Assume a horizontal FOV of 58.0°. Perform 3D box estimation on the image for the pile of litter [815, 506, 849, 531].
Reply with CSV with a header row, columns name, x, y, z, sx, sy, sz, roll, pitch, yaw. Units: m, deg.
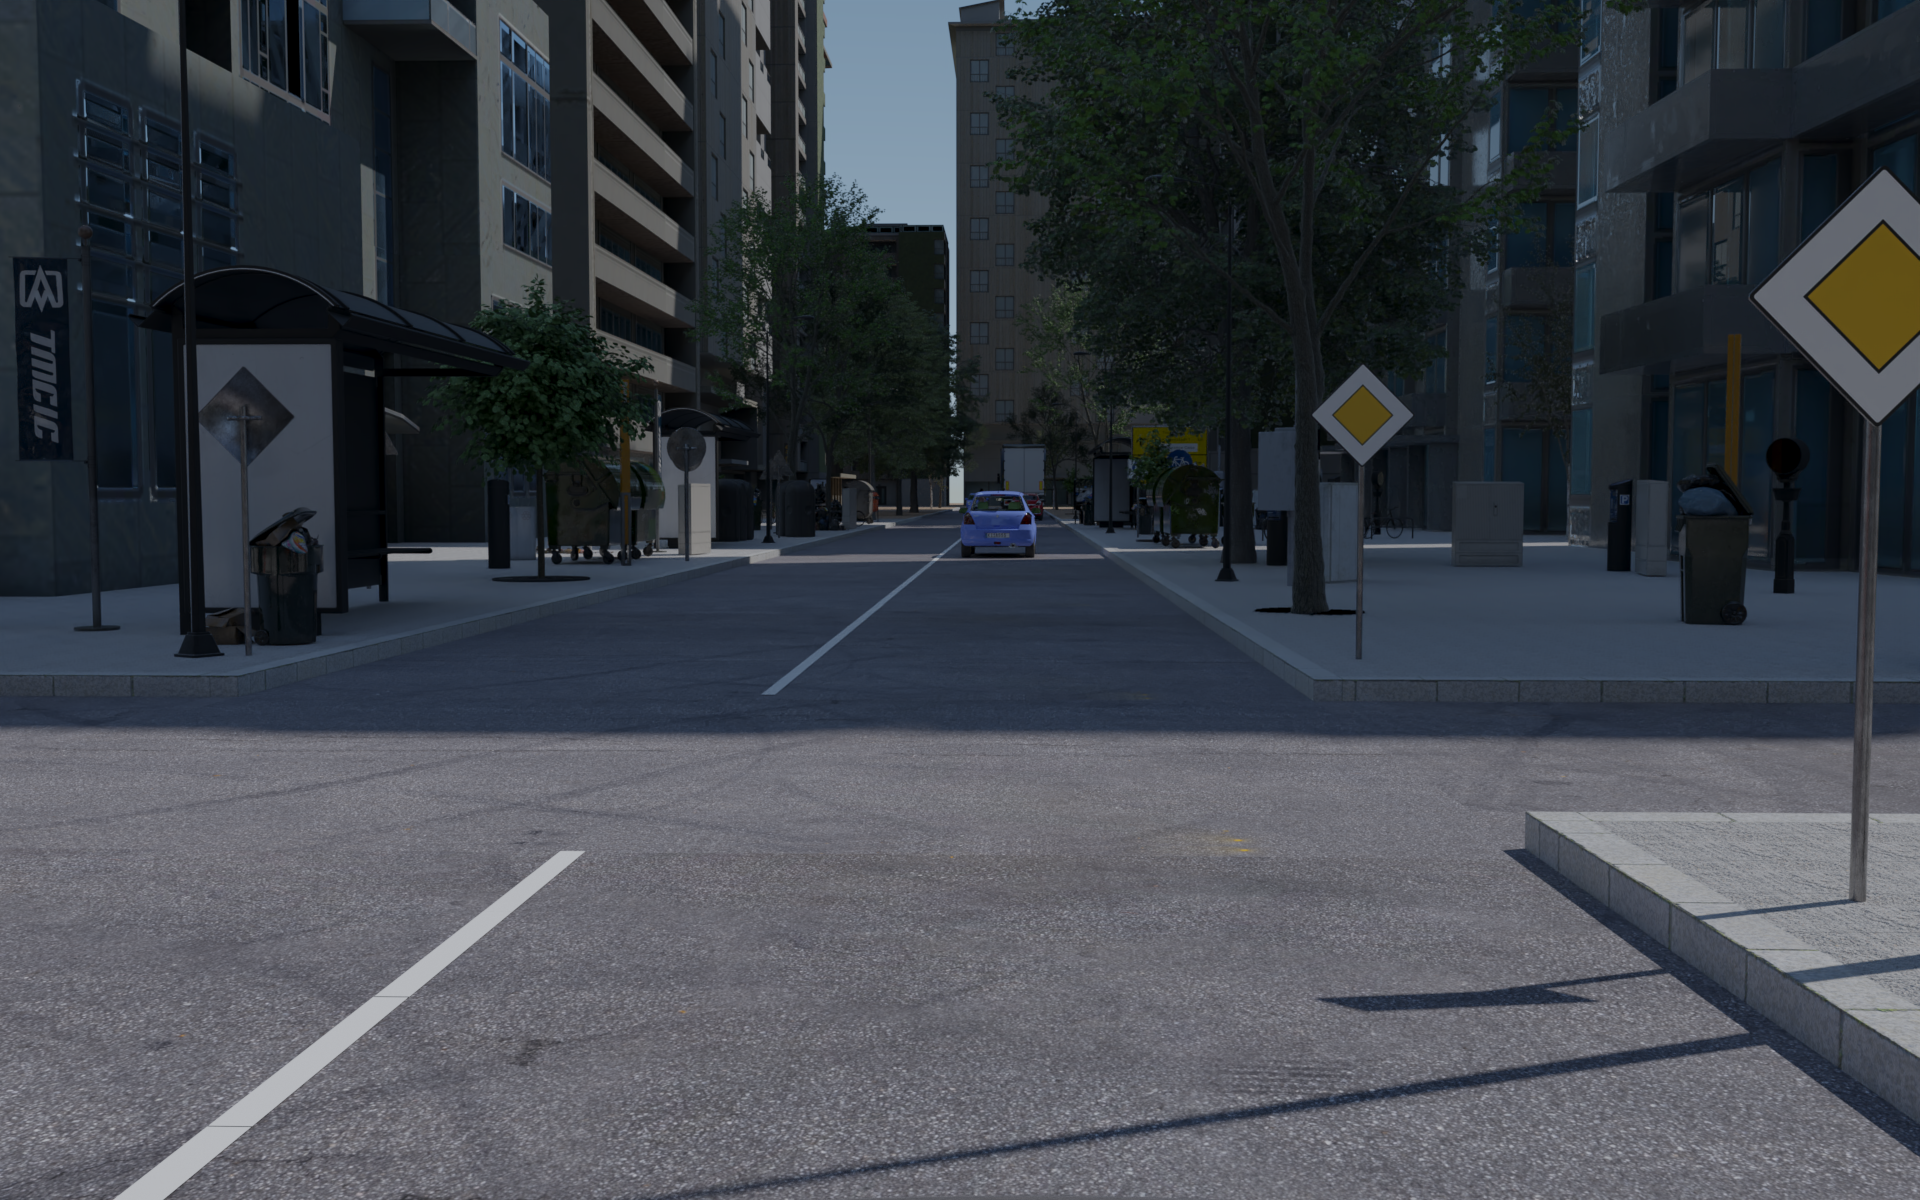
name,x,y,z,sx,sy,sz,roll,pitch,yaw
pile of litter,-4.792,-2.872,60.929,1.719,0.858,1.176,1,4,19

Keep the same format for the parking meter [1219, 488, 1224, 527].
name,x,y,z,sx,sy,sz,roll,pitch,yaw
parking meter,10.171,-3.648,68.052,0.372,1.533,0.369,0,3,0

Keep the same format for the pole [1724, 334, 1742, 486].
name,x,y,z,sx,sy,sz,roll,pitch,yaw
pole,9.902,-1.736,22.234,0.158,3.312,0.155,0,3,0

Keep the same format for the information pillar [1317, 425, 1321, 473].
name,x,y,z,sx,sy,sz,roll,pitch,yaw
information pillar,8.438,-3.076,41.641,0.504,3.616,0.183,-1,4,-17

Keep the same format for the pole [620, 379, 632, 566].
name,x,y,z,sx,sy,sz,roll,pitch,yaw
pole,-5.976,-2.267,30.907,0.158,3.312,0.155,0,3,0

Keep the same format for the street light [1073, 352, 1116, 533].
name,x,y,z,sx,sy,sz,roll,pitch,yaw
street light,4.390,-5.138,56.555,1.470,5.913,1.316,0,4,2

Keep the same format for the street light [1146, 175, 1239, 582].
name,x,y,z,sx,sy,sz,roll,pitch,yaw
street light,3.391,-3.231,25.368,1.470,5.913,1.316,0,4,2

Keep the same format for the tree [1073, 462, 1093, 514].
name,x,y,z,sx,sy,sz,roll,pitch,yaw
tree,7.341,-5.908,91.201,1.663,3.219,1.824,0,3,0

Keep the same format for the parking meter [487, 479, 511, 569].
name,x,y,z,sx,sy,sz,roll,pitch,yaw
parking meter,-7.941,-1.309,29.820,0.372,1.533,0.369,0,3,0

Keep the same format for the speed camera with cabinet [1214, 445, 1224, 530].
name,x,y,z,sx,sy,sz,roll,pitch,yaw
speed camera with cabinet,9.144,-4.085,61.126,2.038,3.252,0.660,0,4,-7

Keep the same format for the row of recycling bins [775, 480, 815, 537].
name,x,y,z,sx,sy,sz,roll,pitch,yaw
row of recycling bins,-5.085,-2.800,52.893,1.069,1.692,3.534,-1,4,-12

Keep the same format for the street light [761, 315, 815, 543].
name,x,y,z,sx,sy,sz,roll,pitch,yaw
street light,-4.475,-4.441,45.149,1.470,5.913,1.316,0,4,2

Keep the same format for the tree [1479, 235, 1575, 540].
name,x,y,z,sx,sy,sz,roll,pitch,yaw
tree,16.904,-5.996,48.398,4.360,8.622,3.978,0,3,0

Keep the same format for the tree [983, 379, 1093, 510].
name,x,y,z,sx,sy,sz,roll,pitch,yaw
tree,7.541,-12.563,139.822,7.601,10.594,8.767,2,4,32

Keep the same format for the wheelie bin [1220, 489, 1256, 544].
name,x,y,z,sx,sy,sz,roll,pitch,yaw
wheelie bin,6.960,-2.171,43.409,0.693,1.594,0.980,-2,4,-35

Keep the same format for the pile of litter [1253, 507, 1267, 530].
name,x,y,z,sx,sy,sz,roll,pitch,yaw
pile of litter,11.086,-2.968,62.486,1.176,0.858,1.719,0,4,7

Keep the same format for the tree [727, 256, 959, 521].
name,x,y,z,sx,sy,sz,roll,pitch,yaw
tree,-5.195,-8.055,66.113,8.767,10.594,7.601,1,4,11

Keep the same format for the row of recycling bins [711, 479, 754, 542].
name,x,y,z,sx,sy,sz,roll,pitch,yaw
row of recycling bins,-6.298,-2.501,48.004,1.069,1.692,3.534,0,4,1

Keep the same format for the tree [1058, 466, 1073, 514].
name,x,y,z,sx,sy,sz,roll,pitch,yaw
tree,7.178,-7.014,109.284,1.663,3.219,1.824,0,3,0

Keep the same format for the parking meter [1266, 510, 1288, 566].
name,x,y,z,sx,sy,sz,roll,pitch,yaw
parking meter,5.693,-1.385,31.059,0.372,1.533,0.369,0,3,0

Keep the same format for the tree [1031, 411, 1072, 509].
name,x,y,z,sx,sy,sz,roll,pitch,yaw
tree,7.903,-12.197,149.780,4.737,8.622,4.395,0,3,0

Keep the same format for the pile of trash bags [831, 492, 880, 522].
name,x,y,z,sx,sy,sz,roll,pitch,yaw
pile of trash bags,-4.814,-4.355,80.963,1.912,1.369,3.447,-3,4,-36

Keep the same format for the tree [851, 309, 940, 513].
name,x,y,z,sx,sy,sz,roll,pitch,yaw
tree,-3.043,-12.960,118.558,9.857,13.997,8.962,0,3,0

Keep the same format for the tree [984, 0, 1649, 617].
name,x,y,z,sx,sy,sz,roll,pitch,yaw
tree,3.670,-5.667,18.412,9.928,11.665,9.643,0,3,0

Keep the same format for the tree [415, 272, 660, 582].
name,x,y,z,sx,sy,sz,roll,pitch,yaw
tree,-6.335,-2.573,25.784,4.285,4.588,4.351,0,3,0

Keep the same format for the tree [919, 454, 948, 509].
name,x,y,z,sx,sy,sz,roll,pitch,yaw
tree,-2.540,-12.233,150.371,4.360,8.622,3.978,0,3,0

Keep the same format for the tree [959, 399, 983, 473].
name,x,y,z,sx,sy,sz,roll,pitch,yaw
tree,-1.700,-13.685,158.155,8.767,10.594,7.601,-2,4,-30

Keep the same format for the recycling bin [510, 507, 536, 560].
name,x,y,z,sx,sy,sz,roll,pitch,yaw
recycling bin,-8.681,-1.302,33.842,0.722,1.027,0.722,-1,4,-17

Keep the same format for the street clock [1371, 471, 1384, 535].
name,x,y,z,sx,sy,sz,roll,pitch,yaw
street clock,13.178,-3.066,54.694,0.358,2.002,0.471,3,4,39

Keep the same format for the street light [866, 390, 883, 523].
name,x,y,z,sx,sy,sz,roll,pitch,yaw
street light,-3.451,-6.348,76.336,1.470,5.913,1.316,0,4,2

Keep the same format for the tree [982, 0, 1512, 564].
name,x,y,z,sx,sy,sz,roll,pitch,yaw
tree,5.261,-7.652,31.759,9.857,13.997,8.962,0,3,0

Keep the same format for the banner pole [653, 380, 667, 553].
name,x,y,z,sx,sy,sz,roll,pitch,yaw
banner pole,-6.657,-2.951,38.270,0.401,3.779,0.863,0,4,0

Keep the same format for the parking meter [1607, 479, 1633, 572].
name,x,y,z,sx,sy,sz,roll,pitch,yaw
parking meter,10.966,-1.246,28.784,0.372,1.533,0.369,0,3,0

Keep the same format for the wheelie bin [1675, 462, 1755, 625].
name,x,y,z,sx,sy,sz,roll,pitch,yaw
wheelie bin,7.453,-0.566,17.166,0.693,1.594,0.980,1,4,16

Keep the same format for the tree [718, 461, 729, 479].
name,x,y,z,sx,sy,sz,roll,pitch,yaw
tree,-12.451,-5.667,87.257,1.663,3.219,1.824,0,3,0

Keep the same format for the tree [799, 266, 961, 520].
name,x,y,z,sx,sy,sz,roll,pitch,yaw
tree,-4.753,-10.215,85.149,7.486,12.596,7.792,0,3,0

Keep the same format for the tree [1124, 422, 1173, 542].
name,x,y,z,sx,sy,sz,roll,pitch,yaw
tree,5.368,-3.184,46.656,1.663,3.219,1.824,0,3,0

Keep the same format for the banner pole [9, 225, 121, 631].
name,x,y,z,sx,sy,sz,roll,pitch,yaw
banner pole,-8.373,-1.601,16.193,0.863,3.779,0.401,-1,4,-12

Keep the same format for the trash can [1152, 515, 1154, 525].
name,x,y,z,sx,sy,sz,roll,pitch,yaw
trash can,6.646,-2.943,59.771,0.748,1.137,0.748,0,3,0

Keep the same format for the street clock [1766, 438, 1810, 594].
name,x,y,z,sx,sy,sz,roll,pitch,yaw
street clock,10.649,-1.086,22.327,0.358,2.002,0.471,-3,4,-37

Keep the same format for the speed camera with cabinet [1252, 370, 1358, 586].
name,x,y,z,sx,sy,sz,roll,pitch,yaw
speed camera with cabinet,5.039,-1.863,24.796,0.660,3.252,2.038,3,5,42

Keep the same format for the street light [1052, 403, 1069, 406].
name,x,y,z,sx,sy,sz,roll,pitch,yaw
street light,5.384,-7.090,88.460,1.470,5.913,1.316,0,4,2

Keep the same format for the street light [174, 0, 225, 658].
name,x,y,z,sx,sy,sz,roll,pitch,yaw
street light,-5.480,-2.505,13.504,1.470,5.913,1.316,0,4,2

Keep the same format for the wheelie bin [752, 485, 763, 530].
name,x,y,z,sx,sy,sz,roll,pitch,yaw
wheelie bin,-7.390,-3.260,61.209,0.693,1.594,0.980,-3,5,-44

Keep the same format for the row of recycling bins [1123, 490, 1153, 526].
name,x,y,z,sx,sy,sz,roll,pitch,yaw
row of recycling bins,7.775,-3.947,71.642,1.069,1.692,3.534,3,4,38

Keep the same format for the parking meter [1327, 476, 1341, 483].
name,x,y,z,sx,sy,sz,roll,pitch,yaw
parking meter,11.843,-3.009,54.912,0.399,1.863,0.255,-3,4,-39

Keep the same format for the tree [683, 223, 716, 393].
name,x,y,z,sx,sy,sz,roll,pitch,yaw
tree,-5.356,-7.955,55.816,9.928,11.665,9.643,0,3,0
